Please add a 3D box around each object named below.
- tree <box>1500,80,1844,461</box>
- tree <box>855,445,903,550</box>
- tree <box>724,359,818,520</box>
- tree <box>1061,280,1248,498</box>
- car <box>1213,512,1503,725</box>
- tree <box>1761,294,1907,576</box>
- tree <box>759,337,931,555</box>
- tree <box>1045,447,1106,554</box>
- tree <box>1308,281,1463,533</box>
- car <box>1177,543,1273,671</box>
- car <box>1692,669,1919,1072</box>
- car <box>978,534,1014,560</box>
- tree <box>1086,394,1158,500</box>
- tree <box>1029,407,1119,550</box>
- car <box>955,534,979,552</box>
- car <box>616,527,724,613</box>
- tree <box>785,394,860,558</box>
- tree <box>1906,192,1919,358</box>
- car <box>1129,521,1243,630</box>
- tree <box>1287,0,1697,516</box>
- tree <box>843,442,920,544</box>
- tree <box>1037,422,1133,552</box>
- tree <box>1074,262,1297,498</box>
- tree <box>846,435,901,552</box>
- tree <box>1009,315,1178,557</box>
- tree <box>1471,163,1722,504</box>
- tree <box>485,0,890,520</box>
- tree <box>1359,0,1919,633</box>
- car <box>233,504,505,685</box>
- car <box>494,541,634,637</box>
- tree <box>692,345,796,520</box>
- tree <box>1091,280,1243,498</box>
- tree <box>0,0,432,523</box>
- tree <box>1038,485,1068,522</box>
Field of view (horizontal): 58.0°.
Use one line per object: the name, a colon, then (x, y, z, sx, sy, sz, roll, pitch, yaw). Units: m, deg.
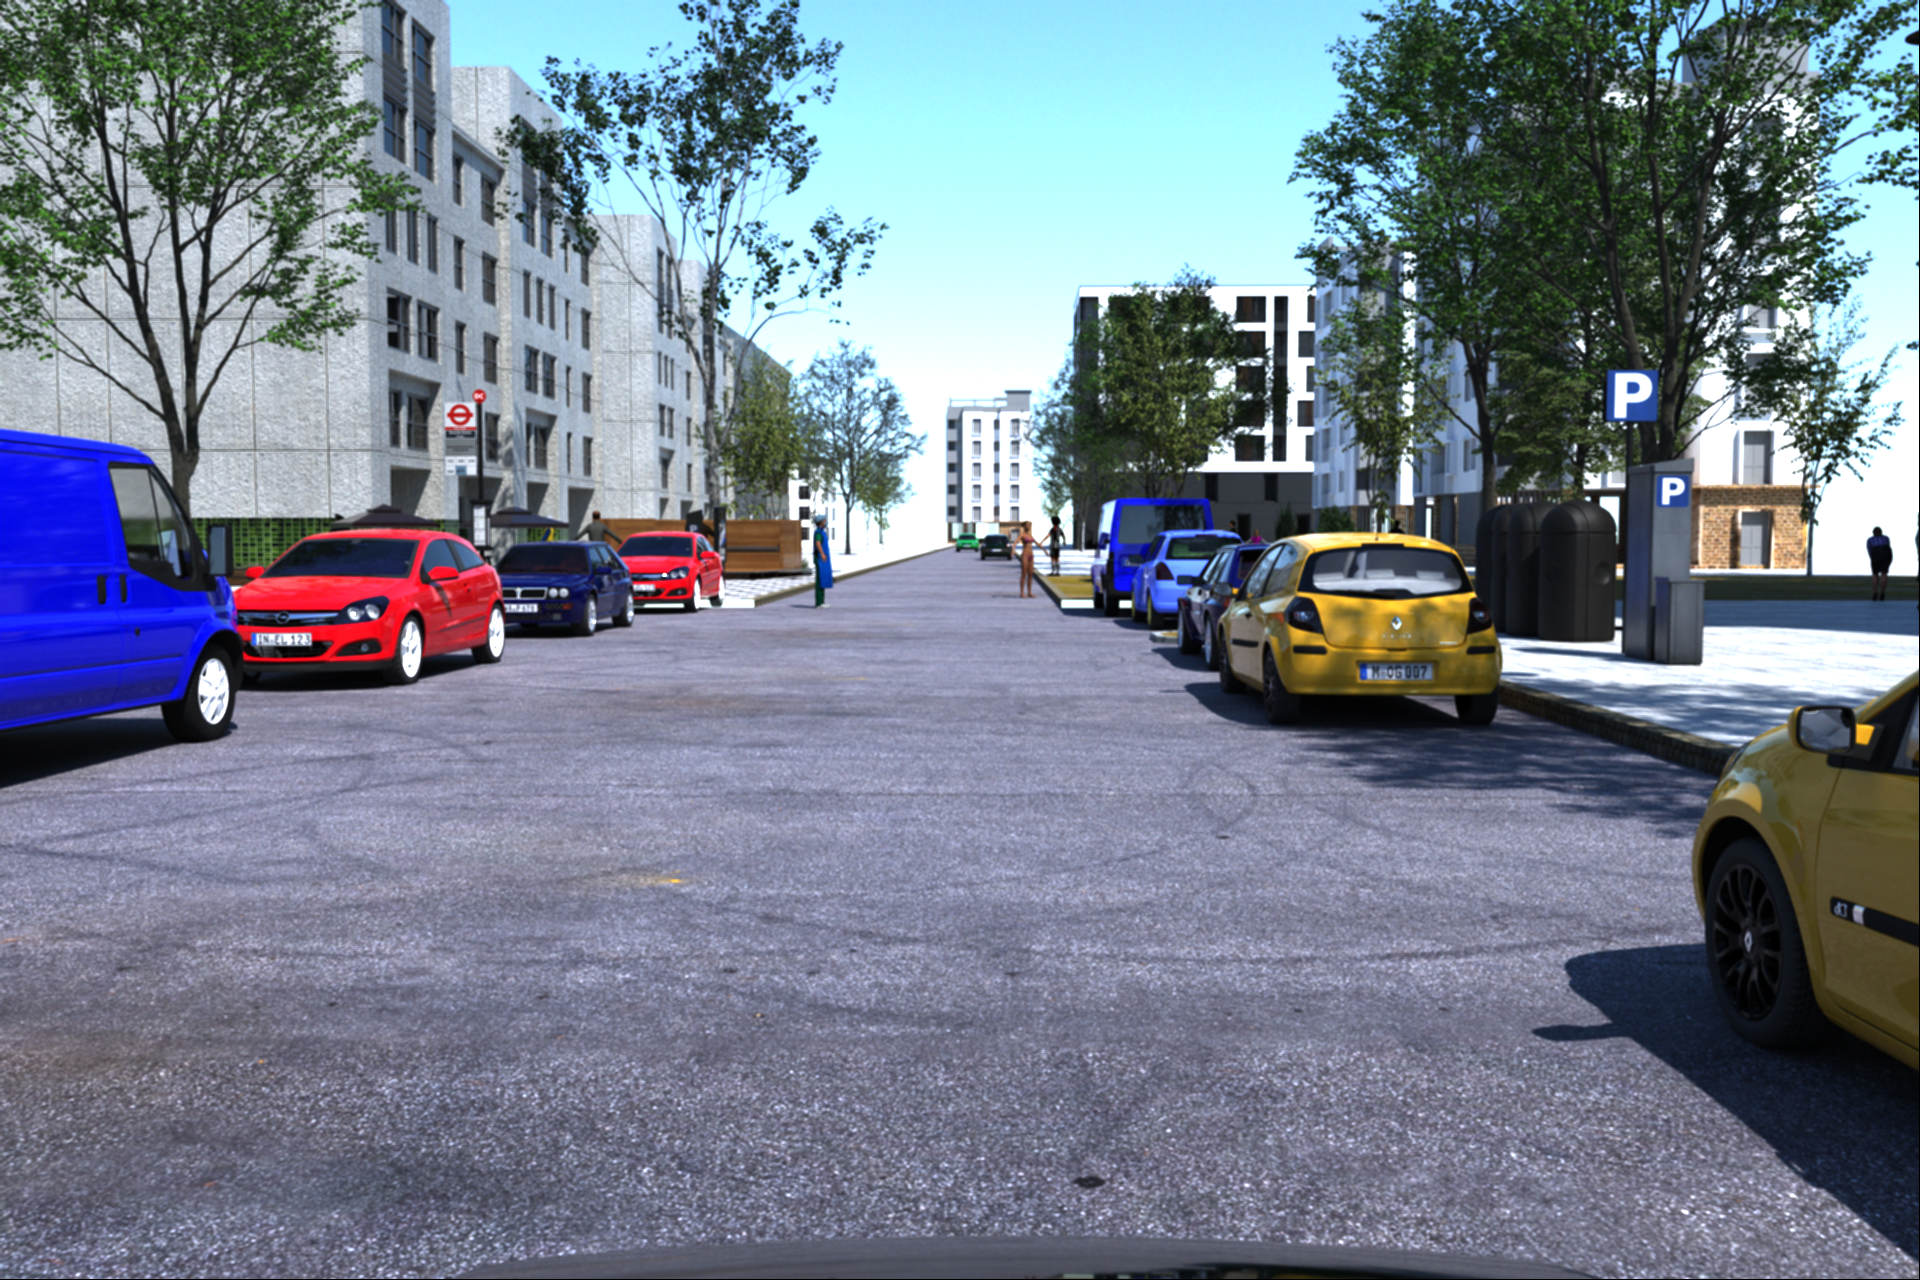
tree: (16.673, -7.061, 41.200, 9.928, 11.665, 9.643, 0, 3, 0)
tree: (-6.044, -11.625, 140.429, 4.360, 8.622, 3.978, 0, 3, 0)
tree: (-7.857, -7.504, 73.060, 4.737, 8.622, 4.395, 0, 3, 0)
tree: (7.931, -8.822, 69.997, 9.928, 11.665, 9.643, 0, 3, 0)
car: (3.190, -0.259, 14.451, 2.015, 1.641, 3.980, 0, 4, 1)
tree: (26.184, -6.256, 52.646, 4.737, 8.622, 4.395, 0, 3, 0)
tree: (-6.890, -12.010, 106.727, 12.009, 13.543, 11.850, 0, 3, 0)
tree: (8.020, -9.846, 111.338, 4.360, 8.622, 3.978, 0, 3, 0)
tree: (12.265, -6.107, 50.211, 4.737, 8.622, 4.395, 0, 3, 0)
car: (3.471, -0.424, 19.521, 1.945, 1.354, 3.894, 0, 4, 1)
car: (3.035, 0.401, 3.676, 2.015, 1.641, 3.980, 0, 4, 0)
car: (2.003, -5.247, 95.571, 2.009, 1.686, 4.222, 0, 4, 1)
tree: (7.622, -7.948, 80.314, 4.360, 8.622, 3.978, 0, 3, 0)
tree: (9.374, -13.006, 138.404, 9.928, 11.665, 9.643, 0, 3, 0)
car: (0.604, -7.969, 139.082, 1.959, 1.807, 4.718, 0, 4, 2)
car: (-5.636, -1.459, 32.896, 2.155, 1.783, 4.494, 0, 4, 1)
tree: (-7.964, -8.640, 91.634, 4.360, 8.622, 3.978, 0, 3, 0)
tree: (29.138, -8.393, 43.882, 9.857, 13.997, 8.962, 0, 3, 0)
car: (3.645, -1.071, 27.102, 1.945, 1.707, 3.694, 0, 4, 0)
tree: (9.730, -6.498, 32.002, 9.928, 11.665, 9.643, 0, 3, 0)
tree: (-10.542, -19.339, 226.565, 12.009, 13.543, 11.850, 0, 3, 0)
tree: (9.267, -11.774, 126.922, 7.601, 10.594, 8.767, -1, 4, -12)
tree: (7.692, -7.599, 58.654, 8.767, 10.594, 7.601, 2, 4, 35)
tree: (-6.614, -10.724, 125.701, 4.737, 8.622, 4.395, 0, 3, 0)
tree: (7.776, -11.319, 95.438, 12.009, 13.543, 11.850, 0, 3, 0)
tree: (18.990, -8.188, 52.005, 7.486, 12.596, 7.792, 0, 3, 0)
tree: (-8.687, -12.193, 55.240, 12.611, 20.169, 13.585, 0, 3, 0)
tree: (9.167, -5.928, 22.681, 9.928, 11.665, 9.643, 0, 3, 0)
car: (-6.061, -0.535, 17.789, 2.155, 1.783, 4.494, 0, 4, 2)
car: (-5.968, -0.787, 25.450, 1.945, 1.354, 3.894, 0, 4, 1)
tree: (-8.250, -7.159, 67.410, 4.737, 8.622, 4.395, 0, 3, 0)
tree: (6.082, -6.161, 51.090, 4.737, 8.622, 4.395, 0, 3, 0)
tree: (-11.675, -6.117, 25.765, 9.928, 11.665, 9.643, 0, 3, 0)
tree: (12.498, -17.036, 228.905, 4.737, 8.622, 4.395, 0, 3, 0)
